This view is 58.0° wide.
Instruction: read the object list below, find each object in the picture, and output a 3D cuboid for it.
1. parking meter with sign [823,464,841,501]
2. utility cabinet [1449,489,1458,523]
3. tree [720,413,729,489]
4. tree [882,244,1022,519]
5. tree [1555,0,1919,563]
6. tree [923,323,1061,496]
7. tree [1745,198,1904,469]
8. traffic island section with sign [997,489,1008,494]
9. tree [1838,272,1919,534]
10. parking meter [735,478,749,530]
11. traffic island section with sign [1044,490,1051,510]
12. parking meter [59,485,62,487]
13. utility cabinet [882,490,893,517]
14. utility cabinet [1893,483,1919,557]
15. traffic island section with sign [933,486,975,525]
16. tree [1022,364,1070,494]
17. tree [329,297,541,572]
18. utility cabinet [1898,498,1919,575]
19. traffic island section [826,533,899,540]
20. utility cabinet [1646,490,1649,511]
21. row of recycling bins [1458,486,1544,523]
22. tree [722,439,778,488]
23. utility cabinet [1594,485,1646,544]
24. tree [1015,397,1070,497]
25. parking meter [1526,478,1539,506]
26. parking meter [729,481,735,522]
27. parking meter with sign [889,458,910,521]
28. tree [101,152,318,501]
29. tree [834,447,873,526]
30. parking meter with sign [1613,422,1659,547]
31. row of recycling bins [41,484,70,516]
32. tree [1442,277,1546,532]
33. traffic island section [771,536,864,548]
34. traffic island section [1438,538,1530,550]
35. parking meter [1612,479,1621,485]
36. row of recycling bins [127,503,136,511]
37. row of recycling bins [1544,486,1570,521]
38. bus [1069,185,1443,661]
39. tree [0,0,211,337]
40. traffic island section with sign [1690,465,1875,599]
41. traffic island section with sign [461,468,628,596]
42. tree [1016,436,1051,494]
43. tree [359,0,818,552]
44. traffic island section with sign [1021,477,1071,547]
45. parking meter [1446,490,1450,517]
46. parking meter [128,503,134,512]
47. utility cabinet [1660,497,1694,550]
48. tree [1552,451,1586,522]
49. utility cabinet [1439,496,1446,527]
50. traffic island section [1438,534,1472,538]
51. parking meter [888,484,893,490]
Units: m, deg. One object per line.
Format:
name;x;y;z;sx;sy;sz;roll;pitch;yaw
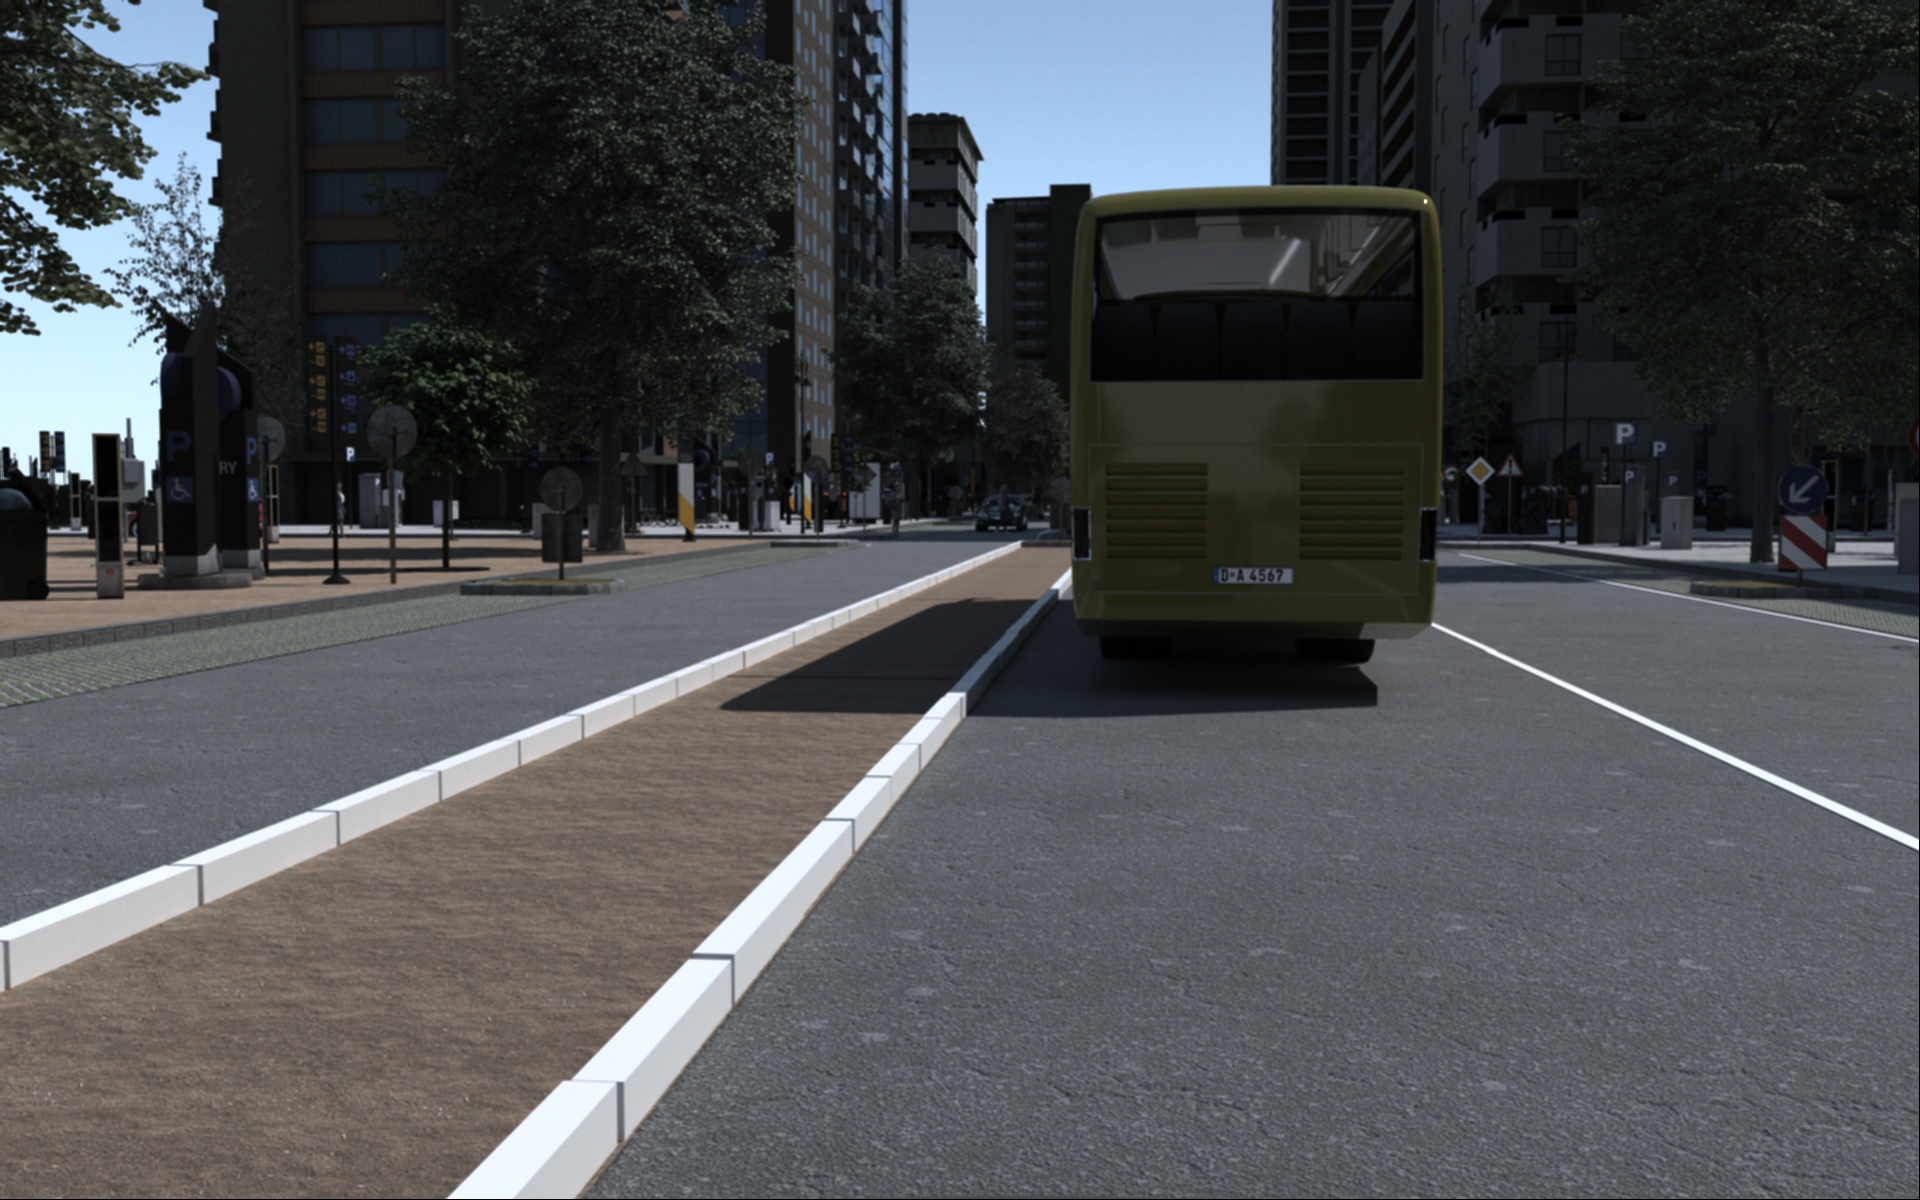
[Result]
parking meter with sign;-7.656;-6.423;101.278;0.543;3.016;1.738;-3;4;-38
utility cabinet;21.737;-4.136;76.308;0.318;1.500;1.173;1;4;13
tree;-16.062;-9.650;108.147;4.737;8.622;4.395;0;3;0
tree;-2.389;-11.227;90.223;9.857;13.997;8.962;0;3;0
tree;14.714;-6.988;32.373;7.486;12.596;7.792;0;3;0
tree;1.974;-13.002;122.953;12.009;13.543;11.850;0;3;0
tree;21.288;-5.683;43.271;4.360;8.622;3.978;0;3;0
traffic island section with sign;2.679;-6.021;107.070;1.989;1.847;2.006;0;4;6
tree;29.970;-6.421;55.350;4.737;8.622;4.395;0;3;0
parking meter;-7.636;-3.397;61.258;0.399;1.863;0.255;1;4;11
traffic island section with sign;7.986;-9.098;157.374;1.989;1.847;2.006;0;4;6
parking meter;-55.662;-6.222;107.438;0.399;1.863;0.255;-2;4;-33
utility cabinet;-3.893;-5.324;95.719;1.173;1.500;0.318;-3;5;-41
utility cabinet;19.037;-1.559;34.174;0.318;1.500;1.173;-1;4;-17
traffic island section with sign;-0.175;-4.364;79.976;1.989;1.847;2.006;0;4;6
tree;6.436;-15.976;167.864;9.857;13.997;8.962;0;3;0
tree;-8.729;-2.768;28.979;4.285;4.588;4.351;0;3;0
utility cabinet;15.368;-0.983;27.235;1.020;1.237;0.306;3;5;41
traffic island section;-3.085;-2.034;55.542;2.009;0.180;2.903;0;4;6
utility cabinet;36.620;-5.199;93.675;1.173;1.500;0.318;0;4;3
row of recycling bins;23.818;-4.264;76.829;3.534;1.692;1.069;3;5;40
tree;-12.601;-7.301;103.081;4.285;4.588;4.351;0;3;0
utility cabinet;16.796;-2.175;44.244;1.173;1.500;0.318;0;4;-4
tree;9.667;-17.179;199.006;7.486;12.596;7.792;0;3;0
parking meter;20.650;-3.473;62.491;0.399;1.863;0.255;1;4;12
parking meter;-10.356;-4.490;79.119;0.255;1.863;0.399;-2;4;-34
parking meter with sign;-2.942;-5.374;84.134;0.543;3.016;1.738;1;4;14
tree;-16.646;-5.388;38.450;4.360;8.622;3.978;0;3;0
tree;-4.055;-4.559;69.134;1.663;3.219;1.824;0;3;0
parking meter with sign;16.668;-2.850;42.853;0.543;3.016;1.738;3;4;36
row of recycling bins;-38.635;-4.001;72.530;3.534;1.692;1.069;0;4;7
tree;17.525;-6.626;58.693;4.737;8.622;4.395;0;3;0
traffic island section;-3.922;-1.549;47.600;2.009;0.180;2.903;0;4;6
traffic island section;13.721;-1.435;45.742;2.009;0.180;2.903;0;4;6
parking meter;26.305;-3.896;69.403;0.255;1.863;0.399;-1;4;-10
row of recycling bins;-62.221;-7.468;129.219;1.069;1.692;3.534;-3;5;-41
row of recycling bins;29.047;-4.751;84.793;3.534;1.692;1.069;-3;5;-43
bus;2.744;-1.608;17.837;2.896;3.916;12.252;0;4;7
tree;-9.952;-5.875;14.179;7.486;12.596;7.792;0;3;0
traffic island section with sign;11.479;-0.966;24.418;1.989;1.847;2.006;0;4;6
traffic island section with sign;-5.946;-1.014;25.204;1.989;1.847;2.006;0;4;6
tree;7.254;-13.906;177.726;4.360;8.622;3.978;0;3;0
tree;-7.915;-8.050;38.267;9.857;13.997;8.962;0;3;0
traffic island section with sign;2.721;-2.385;47.138;2.006;1.907;1.989;0;4;6
parking meter;27.127;-5.352;95.912;0.372;1.533;0.369;0;3;0
parking meter;-58.519;-6.960;122.203;0.372;1.533;0.369;0;3;0
utility cabinet;16.674;-1.783;40.313;0.306;1.237;1.020;0;4;-3
tree;27.991;-5.136;78.569;1.663;3.219;1.824;0;3;0
utility cabinet;18.700;-3.511;68.567;0.306;1.237;1.020;-3;5;-41
traffic island section;14.558;-1.921;53.684;2.009;0.180;2.903;0;4;6
parking meter;-4.169;-6.069;104.935;0.399;1.863;0.255;3;5;45
